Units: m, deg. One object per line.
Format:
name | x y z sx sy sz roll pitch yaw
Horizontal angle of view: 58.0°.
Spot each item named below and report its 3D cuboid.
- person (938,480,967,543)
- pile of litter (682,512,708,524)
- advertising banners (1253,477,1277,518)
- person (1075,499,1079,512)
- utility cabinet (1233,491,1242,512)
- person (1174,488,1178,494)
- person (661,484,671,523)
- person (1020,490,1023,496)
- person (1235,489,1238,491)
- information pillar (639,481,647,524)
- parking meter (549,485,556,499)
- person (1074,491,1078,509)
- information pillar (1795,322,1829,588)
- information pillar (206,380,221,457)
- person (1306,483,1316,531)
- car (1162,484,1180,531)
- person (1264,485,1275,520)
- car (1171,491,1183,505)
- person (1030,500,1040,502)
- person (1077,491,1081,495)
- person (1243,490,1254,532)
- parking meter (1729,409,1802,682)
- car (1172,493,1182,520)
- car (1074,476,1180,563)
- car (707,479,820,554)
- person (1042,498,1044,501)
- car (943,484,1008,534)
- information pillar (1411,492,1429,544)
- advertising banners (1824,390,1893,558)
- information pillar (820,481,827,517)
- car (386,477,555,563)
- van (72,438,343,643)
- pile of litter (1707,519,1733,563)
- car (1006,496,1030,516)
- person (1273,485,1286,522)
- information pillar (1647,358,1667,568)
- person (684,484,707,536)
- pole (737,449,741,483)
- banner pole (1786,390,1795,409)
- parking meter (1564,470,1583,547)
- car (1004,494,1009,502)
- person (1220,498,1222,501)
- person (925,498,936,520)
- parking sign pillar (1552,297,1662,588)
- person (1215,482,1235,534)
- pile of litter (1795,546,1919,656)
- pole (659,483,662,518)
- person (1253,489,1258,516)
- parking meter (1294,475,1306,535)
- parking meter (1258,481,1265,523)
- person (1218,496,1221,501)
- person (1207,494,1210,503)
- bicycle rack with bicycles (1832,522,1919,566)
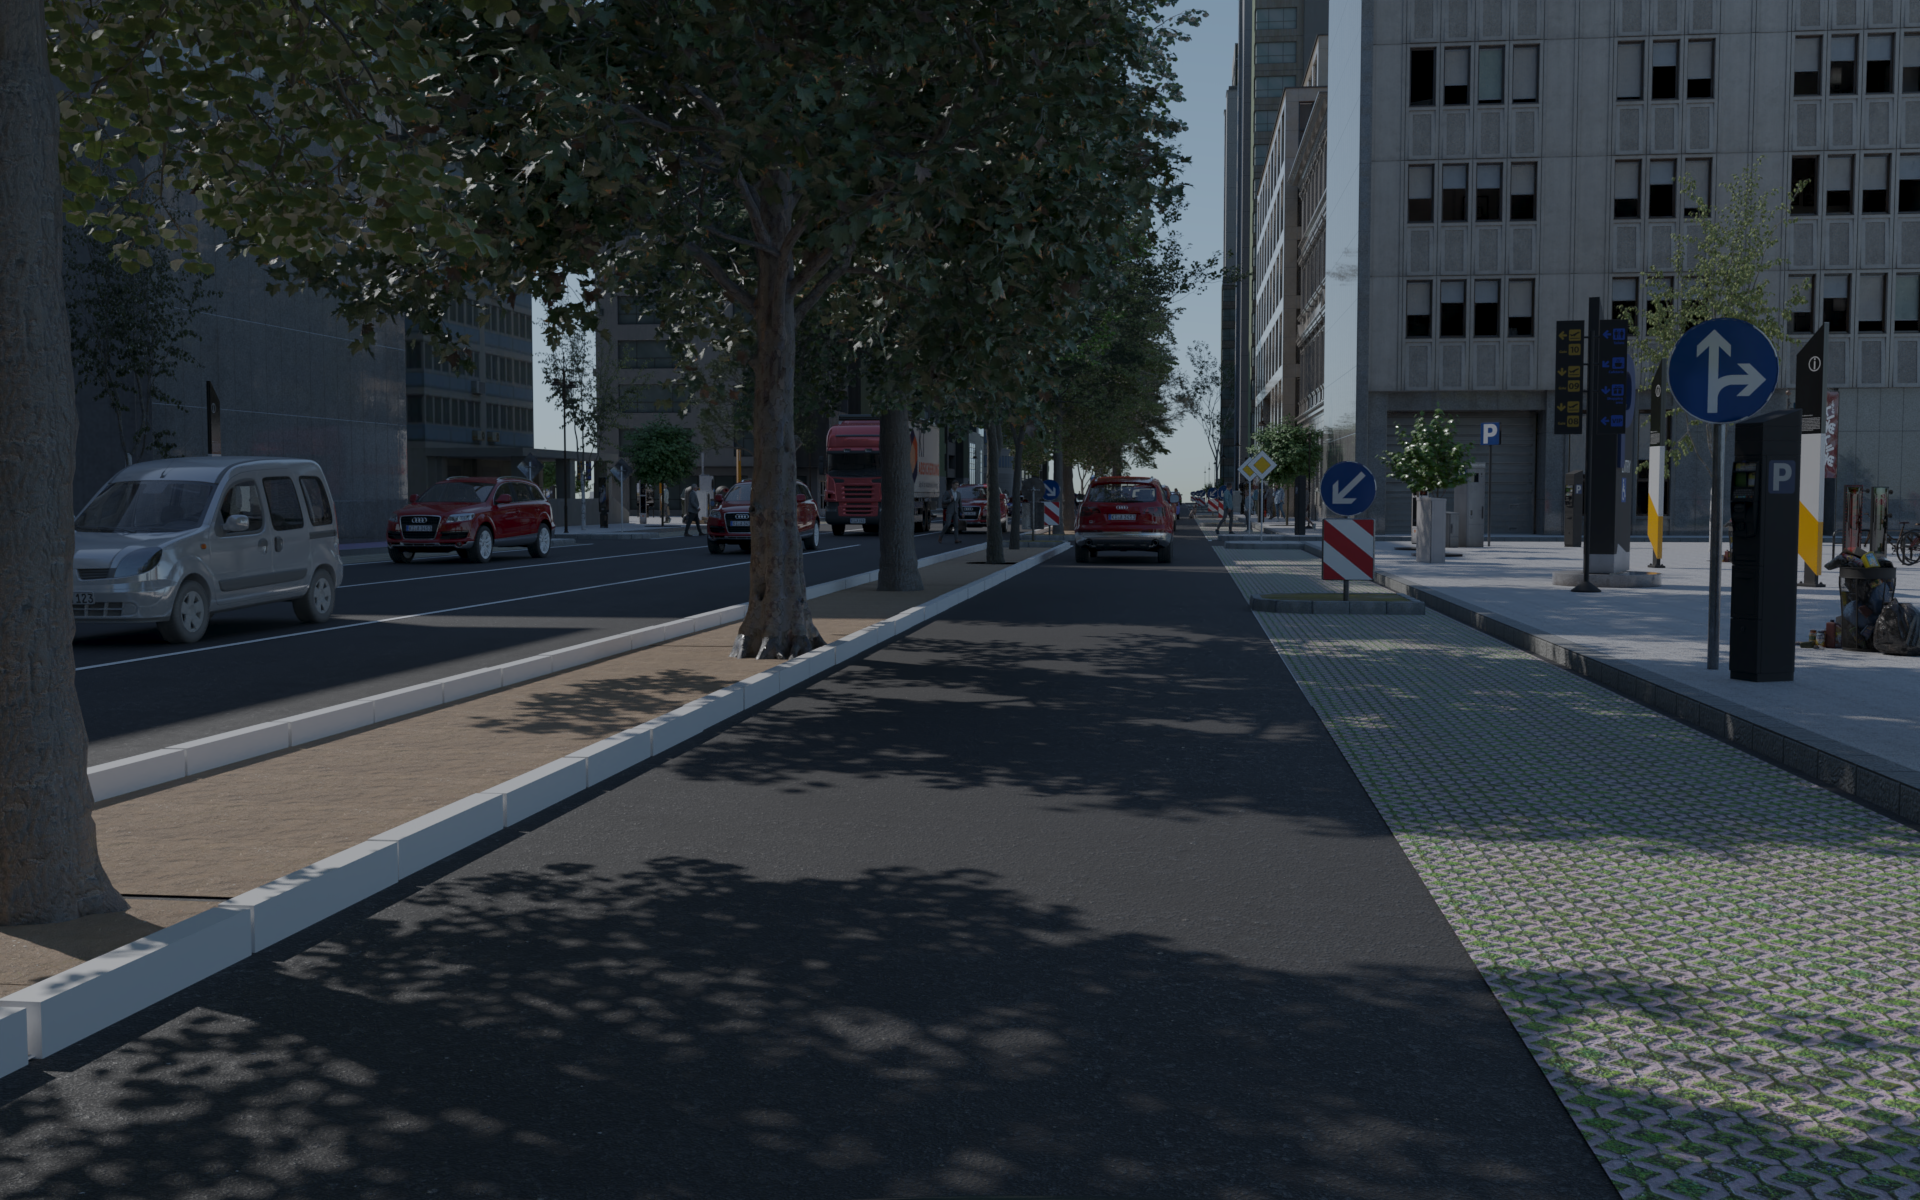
person | -0.222 -2.556 50.257 0.622 1.834 0.822 -3 5 -40
pile of litter | -11.189 -3.682 74.165 1.719 0.858 1.176 -3 5 -40
advertising banners | 16.625 -6.022 94.652 2.074 3.025 0.090 -3 4 -38
person | 9.728 -7.897 140.812 0.799 1.438 0.628 -1 4 -17
utility cabinet | 19.575 -6.870 120.995 0.318 1.500 1.173 -3 4 -36
person | 12.649 -5.737 102.573 0.573 1.790 0.520 0 4 2
person | -12.867 -4.240 75.860 0.515 1.767 0.782 0 4 -3
person | 5.002 -8.145 142.199 1.217 1.766 0.721 0 4 4
person | 22.400 -8.125 139.605 0.721 1.735 1.217 -1 4 -18
information pillar | -13.665 -4.290 74.629 0.304 2.012 0.304 -1 4 -12
parking meter | -27.307 -6.753 116.118 0.399 1.863 0.255 3 4 38
person | 10.924 -9.516 164.528 0.683 1.767 0.568 0 4 7
information pillar | 11.739 -1.992 23.918 0.183 3.616 0.504 -1 4 -19
information pillar | -15.478 -2.729 35.969 0.183 3.616 0.504 0 4 -1
person | 11.841 -3.219 59.428 0.760 1.731 0.466 1 4 11
car | 7.485 -3.636 68.115 2.281 1.827 5.304 0 4 8
person | 15.645 -4.973 87.470 0.709 1.813 0.853 -2 4 -31
car | 28.212 -13.435 228.327 2.281 1.827 5.304 0 4 6
person | 4.200 -5.434 97.536 0.709 1.800 0.728 -2 4 -27
person | 16.505 -14.149 239.472 1.348 1.869 0.705 0 4 -4
person | 10.867 -3.367 65.366 0.330 1.601 0.589 0 4 -6
parking meter | 5.524 -0.378 11.899 0.399 1.863 0.255 -1 4 -18
car | 11.676 -5.447 98.649 1.945 1.707 3.694 0 4 7
car | 3.618 -1.772 37.651 2.281 1.827 5.304 0 4 8
car | -4.846 -2.115 43.261 2.281 1.827 5.304 0 4 6
person | 12.436 -15.566 260.171 1.348 1.869 0.705 -1 4 -21
car | 0.606 -3.389 64.082 2.281 1.827 5.304 0 4 7
information pillar | 11.737 -2.427 44.173 0.304 2.012 0.304 -1 4 -18
advertising banners | 15.348 -2.050 29.702 2.074 3.025 0.090 -2 4 -30
information pillar | -7.647 -5.674 97.255 0.304 2.012 0.304 -3 4 -37
car | -10.558 -1.771 37.626 2.281 1.827 5.304 1 4 9
van | -8.047 -0.673 18.015 2.013 2.044 4.112 0 4 6
pile of litter | 14.761 -1.127 32.389 1.176 0.858 1.719 0 4 -4
car | 3.762 -5.985 110.429 1.945 1.354 3.894 0 4 7
person | 14.972 -4.571 81.051 0.793 1.790 0.793 1 4 10
information pillar | 12.116 -2.370 30.099 0.183 3.616 0.504 0 4 1
person | -8.981 -3.056 58.863 0.834 1.777 0.661 -1 4 -19
pole | -10.102 -5.219 79.181 0.158 3.312 0.155 0 3 0
banner pole | 20.046 -3.157 41.634 0.401 3.779 0.863 -1 4 -19
parking meter | 14.829 -2.211 41.869 0.399 1.863 0.255 -2 4 -32
car | 3.193 -8.308 144.870 2.155 1.783 4.494 0 4 7
person | 28.510 -11.153 188.537 0.705 1.807 1.348 1 4 12
person | -1.777 -5.383 96.636 0.853 1.813 0.709 0 4 -2
parking sign pillar | 9.102 -2.189 24.266 1.447 3.967 1.447 2 4 30
person | 9.398 -3.224 61.072 0.748 1.841 0.638 2 4 32
pile of litter | 7.615 -0.021 14.307 1.176 0.858 1.719 -1 4 -11
pole | -16.906 -6.377 98.099 0.158 3.312 0.155 0 3 0
person | 17.442 -5.810 101.387 0.601 1.785 0.444 1 4 9
parking meter | 10.646 -2.965 54.190 0.255 1.863 0.399 -1 4 -8
parking meter | 13.501 -4.400 77.651 0.255 1.863 0.399 0 4 0
person | 32.646 -12.960 218.470 0.750 1.759 0.617 -2 4 -28
person | 31.940 -13.159 221.634 0.568 1.767 0.683 2 4 24
bicycle rack with bicycles | 17.883 -1.153 32.233 2.925 0.926 2.852 -1 4 -12
